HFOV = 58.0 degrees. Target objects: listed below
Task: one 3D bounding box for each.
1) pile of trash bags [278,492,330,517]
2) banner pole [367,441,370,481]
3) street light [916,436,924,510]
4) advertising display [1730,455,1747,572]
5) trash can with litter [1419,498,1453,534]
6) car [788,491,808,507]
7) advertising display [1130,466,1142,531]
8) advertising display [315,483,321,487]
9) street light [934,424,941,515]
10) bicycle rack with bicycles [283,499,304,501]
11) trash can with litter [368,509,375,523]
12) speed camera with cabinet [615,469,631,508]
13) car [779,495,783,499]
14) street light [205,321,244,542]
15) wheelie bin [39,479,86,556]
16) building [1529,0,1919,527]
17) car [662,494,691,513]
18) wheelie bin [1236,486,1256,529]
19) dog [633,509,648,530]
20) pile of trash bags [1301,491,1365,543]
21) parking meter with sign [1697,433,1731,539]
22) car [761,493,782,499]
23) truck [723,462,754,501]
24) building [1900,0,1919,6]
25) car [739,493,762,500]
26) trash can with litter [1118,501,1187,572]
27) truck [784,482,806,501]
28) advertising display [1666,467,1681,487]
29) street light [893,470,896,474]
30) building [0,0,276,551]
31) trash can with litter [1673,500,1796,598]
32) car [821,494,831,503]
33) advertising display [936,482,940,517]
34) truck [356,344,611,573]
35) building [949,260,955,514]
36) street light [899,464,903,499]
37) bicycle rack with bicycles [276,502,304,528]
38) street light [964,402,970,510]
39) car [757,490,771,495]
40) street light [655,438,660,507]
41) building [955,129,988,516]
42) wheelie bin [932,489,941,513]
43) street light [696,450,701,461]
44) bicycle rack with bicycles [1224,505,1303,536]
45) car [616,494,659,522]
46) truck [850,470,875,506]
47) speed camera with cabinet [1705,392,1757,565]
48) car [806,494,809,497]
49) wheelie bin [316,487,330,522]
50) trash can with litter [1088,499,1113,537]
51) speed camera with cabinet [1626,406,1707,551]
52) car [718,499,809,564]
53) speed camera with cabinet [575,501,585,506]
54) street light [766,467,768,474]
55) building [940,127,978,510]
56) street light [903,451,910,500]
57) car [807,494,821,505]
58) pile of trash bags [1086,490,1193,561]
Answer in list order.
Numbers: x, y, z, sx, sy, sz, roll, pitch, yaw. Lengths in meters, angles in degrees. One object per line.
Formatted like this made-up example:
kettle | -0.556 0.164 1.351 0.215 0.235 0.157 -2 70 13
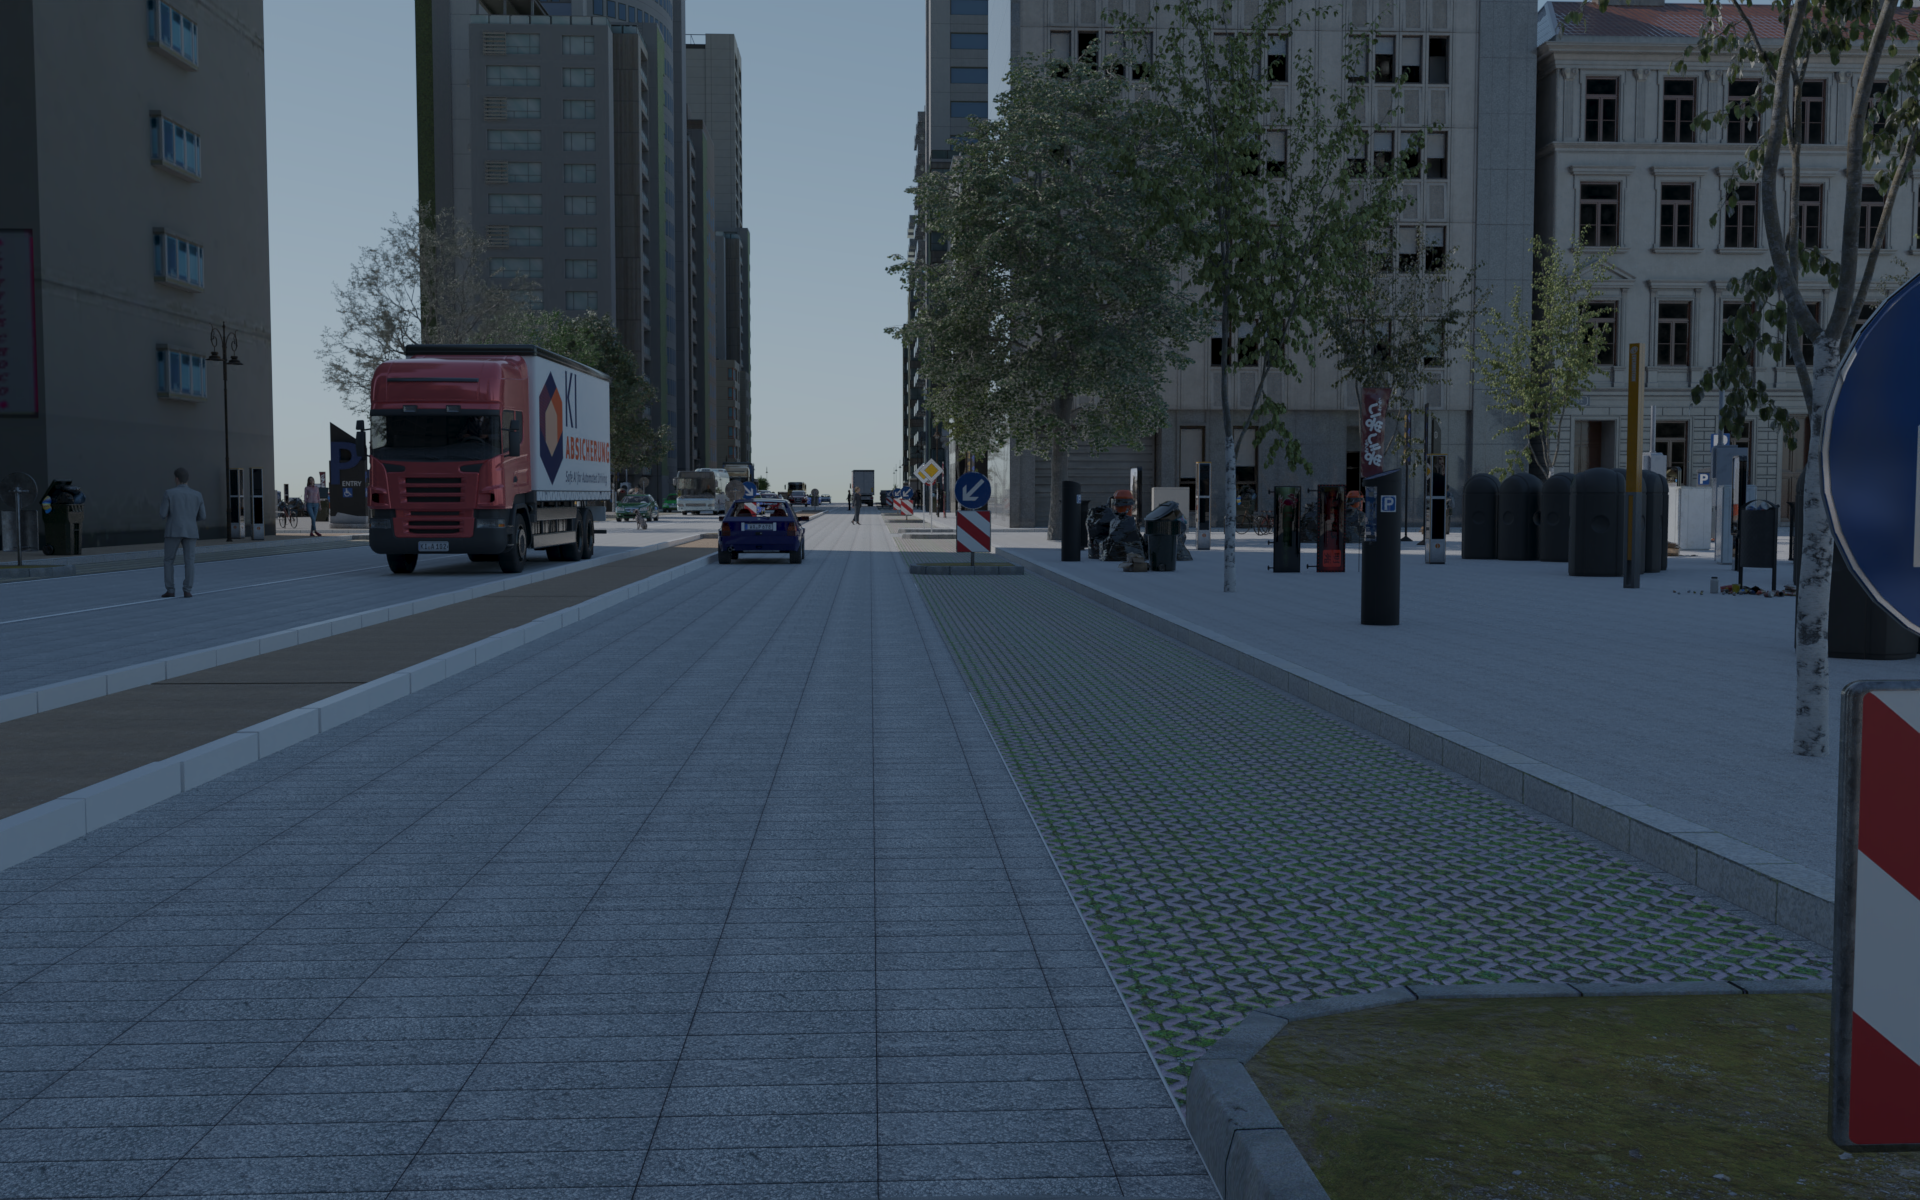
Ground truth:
pile of trash bags | -36.603 -5.347 97.168 1.912 1.369 3.447 3 4 37
banner pole | -28.149 -5.636 82.166 0.863 3.779 0.401 1 4 13
street light | -3.098 -10.157 138.854 0.468 5.910 1.993 0 4 -3
advertising display | 13.018 -1.453 28.968 0.123 1.923 0.974 1 4 18
trash can with litter | 15.015 -2.652 54.747 1.055 1.170 0.624 3 5 44
car | -18.364 -11.513 196.910 2.281 1.827 5.304 0 4 -5
advertising display | 4.116 -2.162 40.560 0.123 1.923 0.974 0 4 -5
advertising display | -39.144 -6.108 105.077 0.123 1.923 0.974 2 4 25
street light | -1.396 -8.109 105.376 0.468 5.910 1.993 0 4 -3
bicycle rack with bicycles | -41.921 -5.695 106.502 2.925 0.926 2.852 -2 4 -31
trash can with litter | -25.889 -3.973 76.350 0.624 1.170 1.055 2 4 34
speed camera with cabinet | -27.060 -8.722 136.936 2.038 3.252 0.660 1 4 14
car | -29.270 -16.176 276.843 2.083 1.381 4.827 0 4 -2
street light | -19.696 -4.509 46.511 0.468 5.910 1.993 0 4 -3
wheelie bin | -18.799 -1.740 36.357 0.693 1.594 0.980 0 4 4
building | 32.042 -14.371 71.129 21.152 22.565 11.583 0 4 -3
car | -21.888 -7.657 133.989 1.959 1.807 4.718 0 4 -1
wheelie bin | 10.612 -3.453 64.363 0.693 1.594 0.980 2 4 28
dog | -12.823 -3.234 69.710 0.513 0.831 0.800 -2 4 -26
pile of trash bags | 10.229 -2.256 46.643 1.912 1.369 3.447 2 4 28
parking meter with sign | 21.313 -3.249 49.377 1.738 3.016 0.543 -3 5 -44
car | -14.810 -7.657 134.240 2.155 1.783 4.494 0 4 -2
truck | -19.773 -10.120 154.378 2.839 4.237 11.283 0 4 -4
building | 52.589 -15.609 73.227 19.932 24.808 12.078 0 4 -3
car | -14.468 -6.763 120.168 1.945 1.707 3.694 0 4 -2
trash can with litter | 3.182 -1.055 28.632 1.055 1.170 0.624 -2 4 -29
truck | -26.064 -17.167 276.602 3.469 3.379 9.791 0 4 -2
advertising display | 16.595 -2.191 41.034 0.123 1.923 0.974 -2 4 -34
street light | -9.767 -17.868 264.927 0.468 5.910 1.993 0 4 -3
building | -31.362 -25.561 41.624 21.600 48.544 21.300 0 4 -3
trash can with litter | 10.289 -0.655 21.759 1.678 1.210 2.233 -2 4 -27
car | -21.022 -15.819 270.646 2.014 1.417 4.499 0 4 -3
advertising display | -1.202 -5.521 95.484 0.123 1.923 0.974 0 4 -5
truck | -9.208 -2.802 34.726 2.839 4.237 11.283 0 4 -1
building | 4.889 -15.689 111.265 10.420 20.320 16.860 0 4 -3
street light | -7.097 -14.836 215.355 0.468 5.910 1.993 0 4 -3
bicycle rack with bicycles | -26.390 -3.148 64.850 2.852 0.926 2.925 -3 4 -38
street light | 0.269 -6.098 72.483 0.468 5.910 1.993 0 4 -3
car | -20.219 -10.384 178.451 2.281 1.827 5.304 0 4 -4
street light | -24.408 -10.214 139.791 0.468 5.910 1.993 0 4 -3
building | 6.271 -16.172 94.089 12.332 23.373 15.834 0 4 -3
wheelie bin | -1.691 -6.799 119.079 0.693 1.594 0.980 1 4 11
street light | -26.052 -12.240 172.911 0.468 5.910 1.993 0 4 -3
bicycle rack with bicycles | 9.815 -2.528 54.713 2.925 0.926 2.852 -2 4 -26
car | -16.998 -4.865 91.335 2.131 1.459 4.920 0 4 -3
truck | -11.519 -13.194 204.630 2.839 4.237 11.283 0 4 -5
speed camera with cabinet | 14.382 -2.314 32.162 0.660 3.252 2.038 1 4 18
car | -26.285 -17.213 293.440 2.014 1.417 4.499 0 4 -2
wheelie bin | -29.735 -4.446 80.601 0.980 1.594 0.693 -1 4 -11
trash can with litter | 4.444 -2.471 51.453 1.678 1.210 2.233 1 4 8
speed camera with cabinet | 16.062 -2.745 39.222 2.038 3.252 0.660 -1 4 -22
car | -4.192 -1.486 36.880 1.945 1.354 3.894 0 4 -4
speed camera with cabinet | -27.974 -8.186 128.174 0.660 3.252 2.038 -3 4 -36
street light | -32.158 -19.307 288.460 0.468 5.910 1.993 0 4 -3
building | 5.672 -21.017 129.528 13.634 28.700 20.117 0 4 -3
street light | -5.445 -12.829 182.534 0.468 5.910 1.993 0 4 -3
car | -18.975 -13.181 225.097 1.945 1.707 3.694 0 4 -2
pile of trash bags | 3.450 -1.518 34.575 1.912 1.369 3.447 0 4 -4
